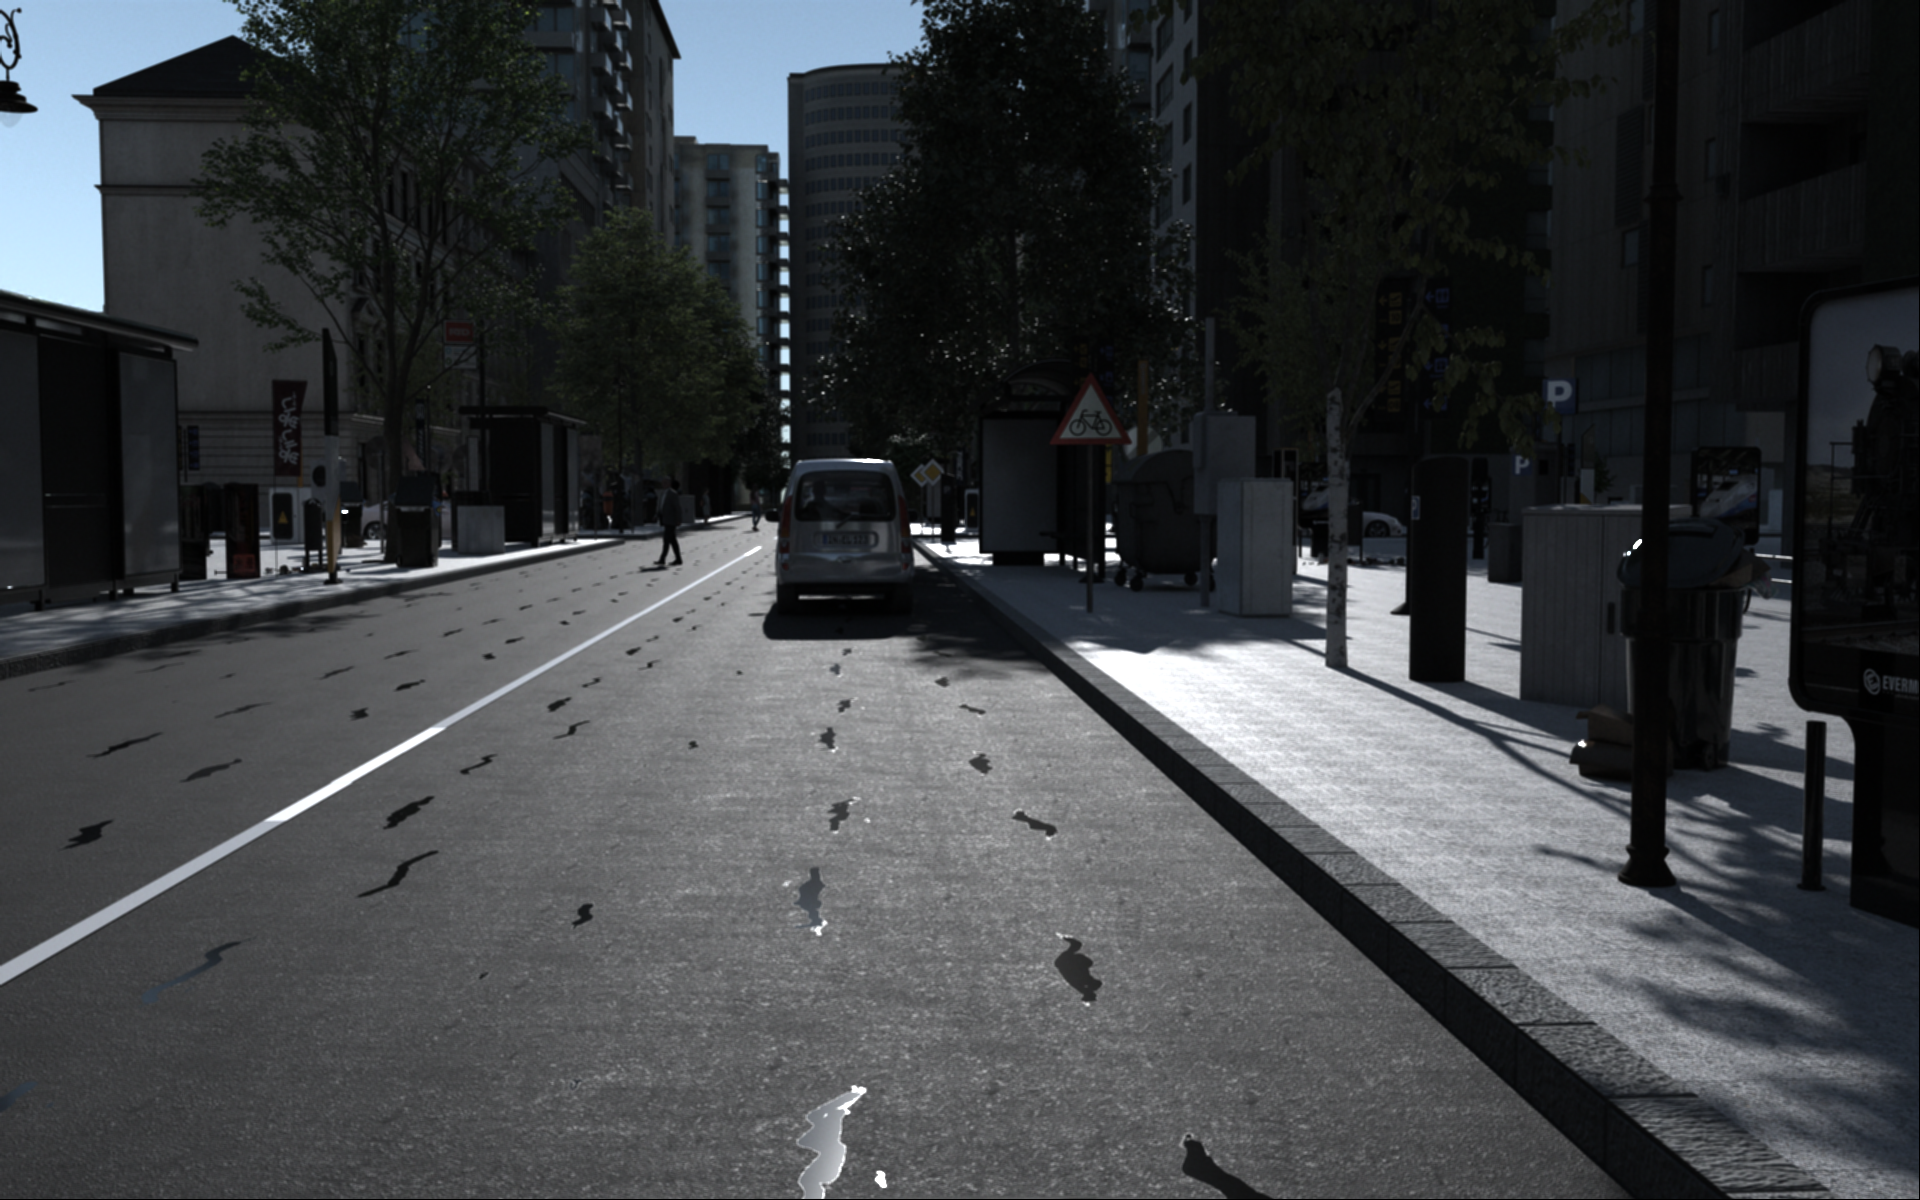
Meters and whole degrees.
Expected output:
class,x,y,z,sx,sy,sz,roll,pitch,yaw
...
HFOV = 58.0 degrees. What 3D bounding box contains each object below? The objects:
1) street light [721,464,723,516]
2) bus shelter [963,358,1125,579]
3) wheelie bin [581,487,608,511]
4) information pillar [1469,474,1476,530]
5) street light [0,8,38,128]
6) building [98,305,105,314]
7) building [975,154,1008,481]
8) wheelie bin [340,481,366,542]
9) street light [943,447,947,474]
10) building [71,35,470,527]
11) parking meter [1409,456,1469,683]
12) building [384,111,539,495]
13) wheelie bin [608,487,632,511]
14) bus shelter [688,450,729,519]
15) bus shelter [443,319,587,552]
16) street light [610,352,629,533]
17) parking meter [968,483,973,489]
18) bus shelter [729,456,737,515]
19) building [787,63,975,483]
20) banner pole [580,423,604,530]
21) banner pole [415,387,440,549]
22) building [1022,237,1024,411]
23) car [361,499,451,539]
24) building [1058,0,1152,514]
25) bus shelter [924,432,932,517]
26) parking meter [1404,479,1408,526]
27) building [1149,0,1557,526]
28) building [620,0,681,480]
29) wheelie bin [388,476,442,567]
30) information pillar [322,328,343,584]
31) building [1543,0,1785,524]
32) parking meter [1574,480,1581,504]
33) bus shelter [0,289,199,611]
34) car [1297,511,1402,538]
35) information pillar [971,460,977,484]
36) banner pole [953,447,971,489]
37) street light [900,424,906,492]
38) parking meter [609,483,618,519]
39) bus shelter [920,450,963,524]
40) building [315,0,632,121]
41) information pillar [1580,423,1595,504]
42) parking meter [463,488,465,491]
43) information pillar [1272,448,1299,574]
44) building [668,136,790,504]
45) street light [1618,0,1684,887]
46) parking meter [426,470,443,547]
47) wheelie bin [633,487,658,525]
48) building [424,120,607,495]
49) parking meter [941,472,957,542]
class,x,y,z,sx,sy,sz,roll,pitch,yaw
street light,-13.618,-7.718,98.970,0.468,5.910,1.993,0,4,-3
bus shelter,1.280,-2.117,28.539,2.014,3.302,5.546,0,4,-4
wheelie bin,-14.474,-3.679,68.060,0.693,1.594,0.980,1,4,16
information pillar,18.473,-3.523,62.090,0.304,2.012,0.304,0,4,-2
street light,-8.639,-2.595,15.215,0.468,5.910,1.993,0,4,-3
building,-72.815,-20.419,178.894,28.899,21.520,27.650,0,4,-3
building,8.537,-30.980,190.113,14.154,41.232,14.086,0,4,-3
wheelie bin,-15.193,-2.129,42.723,0.693,1.594,0.980,3,5,42
street light,-0.403,-4.587,47.791,0.468,5.910,1.993,0,4,-3
building,-28.727,-12.895,75.453,10.561,19.102,19.286,0,4,-3
parking meter,3.293,-0.214,11.915,0.372,1.533,0.369,0,3,0
building,-32.617,-15.663,97.887,13.314,21.916,24.055,0,4,-3
wheelie bin,-18.035,-5.136,91.886,0.693,1.594,0.980,3,5,43
bus shelter,-13.689,-6.226,93.079,1.731,3.624,6.357,0,4,-4
bus shelter,-10.942,-3.974,42.600,2.179,5.291,8.768,0,4,-3
street light,-11.098,-5.125,56.575,0.468,5.910,1.993,0,4,-3
parking meter,0.562,-5.380,93.666,0.255,1.863,0.399,-1,4,-13
bus shelter,-14.639,-6.972,105.274,1.731,3.624,6.357,0,4,-3
building,-8.972,-42.395,235.158,28.212,58.520,21.231,0,4,-3
banner pole,-13.003,-4.350,61.140,0.863,3.779,0.401,1,4,9
banner pole,-12.413,-3.066,40.152,0.401,3.779,0.863,1,4,9
building,14.700,-52.226,166.563,22.319,86.520,31.000,0,4,-3
car,-15.493,-2.349,50.762,4.827,1.381,2.083,0,4,-3
building,18.617,-30.422,117.003,23.786,49.044,30.456,0,4,-3
bus shelter,-1.952,-7.193,95.235,2.179,5.291,8.768,0,4,-3
parking meter,17.826,-3.853,68.708,0.255,1.863,0.399,-1,4,-18
building,16.248,-18.563,75.206,14.107,30.474,14.160,0,4,-3
building,-43.919,-36.084,179.218,27.495,52.752,28.713,0,4,-3
wheelie bin,-9.557,-1.379,30.459,0.980,1.594,0.693,0,4,-1
information pillar,-8.967,-2.041,24.726,0.183,3.616,0.504,0,4,-7
building,44.572,-30.213,83.228,27.495,52.752,28.713,0,4,-3
parking meter,25.396,-4.002,71.145,0.255,1.863,0.399,1,4,10
bus shelter,-10.792,-2.486,18.280,2.179,5.291,8.768,0,4,-3
car,11.075,-2.483,52.959,4.827,1.381,2.083,0,4,-3
information pillar,0.920,-7.769,118.371,0.504,3.616,0.183,0,4,1
banner pole,0.135,-4.332,60.840,0.863,3.779,0.401,-1,4,-19
street light,-2.898,-7.113,89.084,0.468,5.910,1.993,0,4,-3
parking meter,-18.041,-5.169,90.232,0.255,1.863,0.399,3,4,38
bus shelter,-0.597,-4.892,73.912,2.014,3.302,5.546,0,4,-3
building,-39.433,-32.088,144.247,23.786,49.044,30.456,0,4,-3
information pillar,20.786,-4.036,57.338,0.504,3.616,0.183,-1,4,-17
parking meter,-13.332,-2.375,47.250,0.372,1.533,0.369,0,3,0
information pillar,5.197,-1.420,27.707,0.304,2.012,0.304,-1,4,-21
building,-38.363,-37.599,234.351,30.456,49.044,23.786,0,4,-3
street light,2.274,-2.004,5.555,0.468,5.910,1.993,0,4,-3
parking meter,-12.653,-2.195,41.604,0.399,1.863,0.255,-2,4,-29
wheelie bin,-13.622,-4.140,75.603,0.980,1.594,0.693,3,4,36
building,-32.070,-18.459,119.825,12.078,24.808,19.932,0,4,-3
parking meter,-0.304,-2.507,46.705,0.399,1.863,0.255,1,4,14
